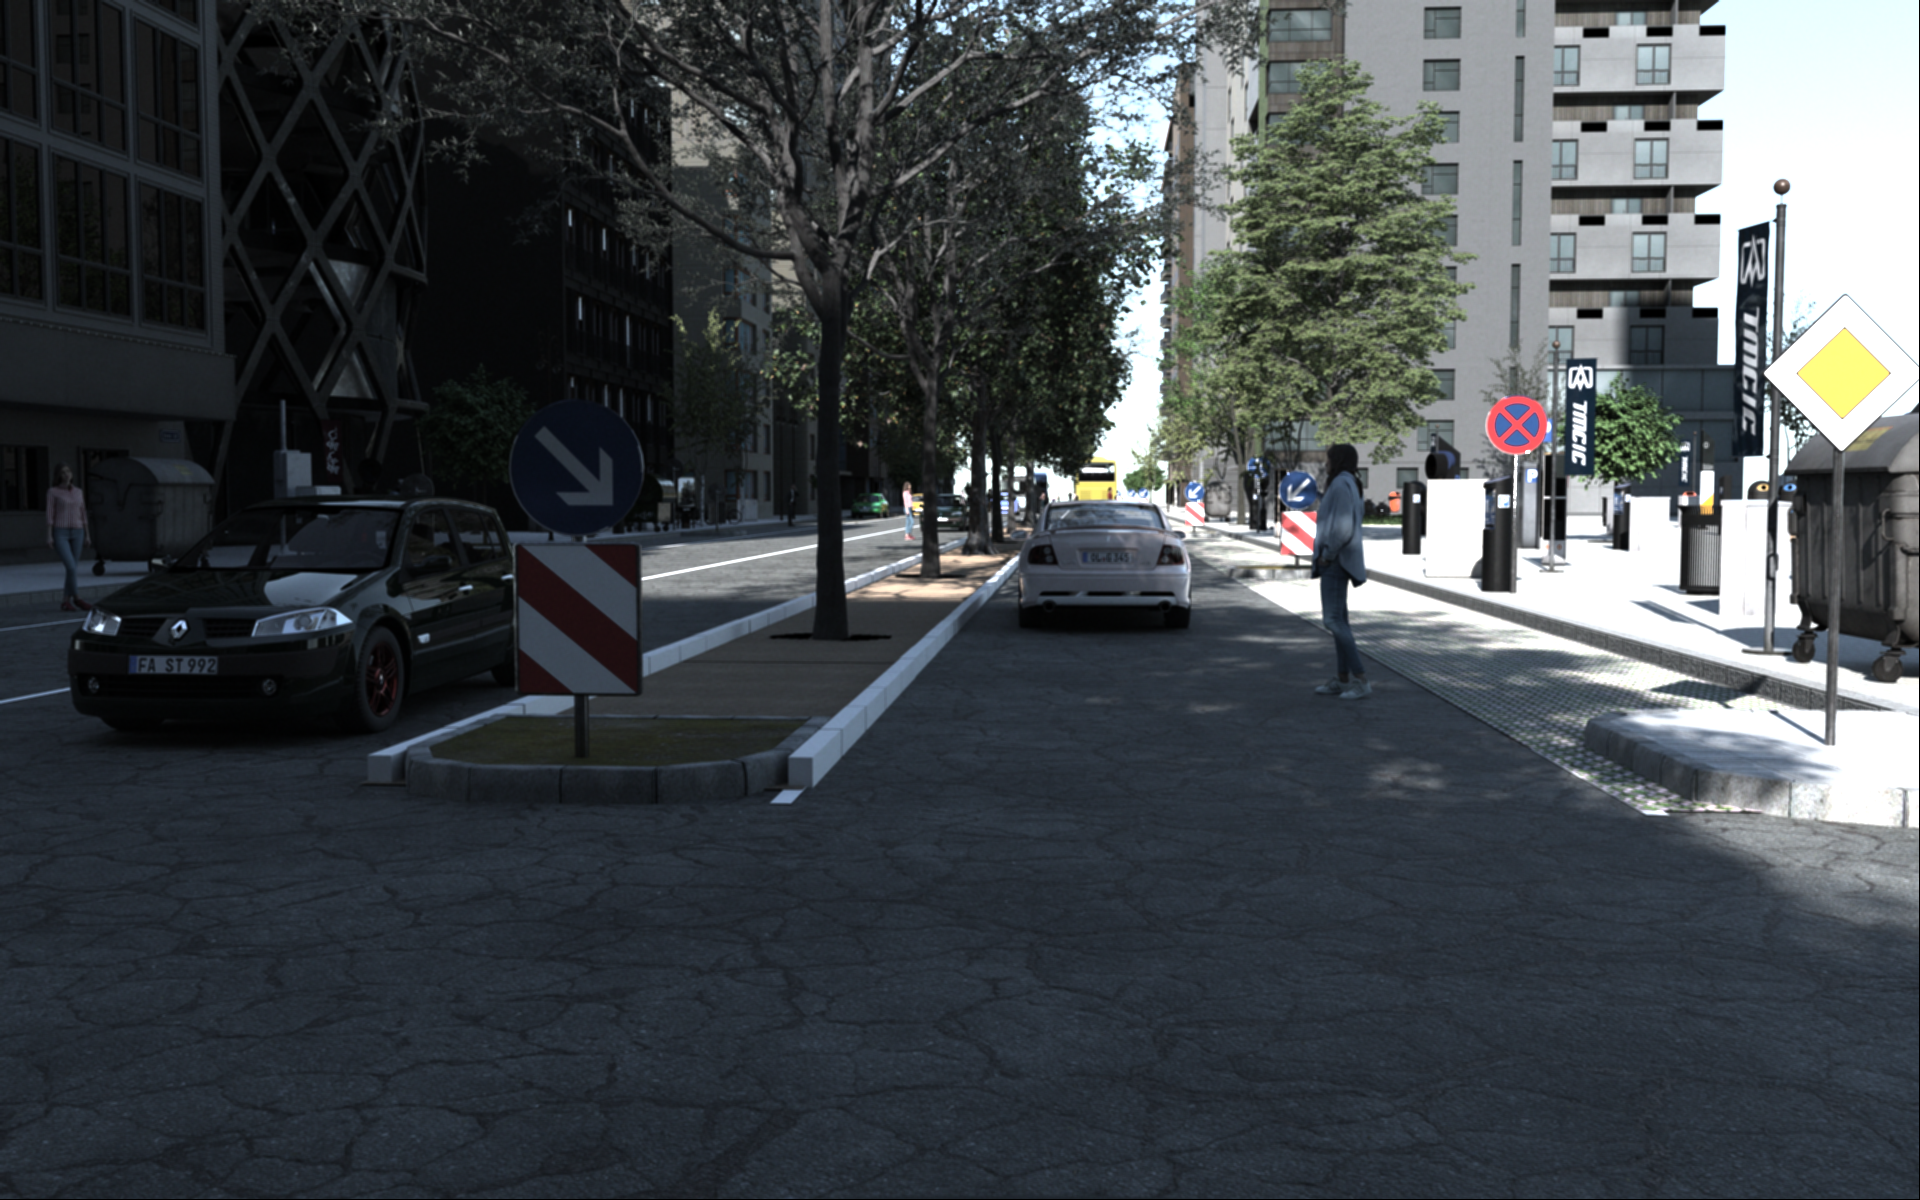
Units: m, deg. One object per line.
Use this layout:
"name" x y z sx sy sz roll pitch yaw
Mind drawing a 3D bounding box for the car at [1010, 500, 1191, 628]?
"car" 1.610 -0.466 19.978 2.083 1.381 4.827 0 4 3

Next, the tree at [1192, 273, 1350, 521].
"tree" 10.157 -6.308 53.493 4.737 8.622 4.395 0 3 0

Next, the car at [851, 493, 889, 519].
"car" -5.261 -5.661 101.357 1.959 1.807 4.718 0 4 5

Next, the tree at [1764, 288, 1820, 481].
"tree" 29.763 -6.791 61.399 4.360 8.622 3.978 0 3 0

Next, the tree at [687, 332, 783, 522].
"tree" -10.051 -7.800 77.890 4.360 8.622 3.978 0 3 0

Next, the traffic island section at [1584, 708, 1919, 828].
"traffic island section" 4.462 0.821 8.853 2.009 0.180 2.903 0 4 4

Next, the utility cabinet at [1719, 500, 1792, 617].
"utility cabinet" 8.509 -0.450 18.514 1.020 1.237 0.306 -3 5 -40

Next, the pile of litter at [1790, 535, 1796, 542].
"pile of litter" 21.934 -1.996 46.600 1.719 0.858 1.176 0 4 1

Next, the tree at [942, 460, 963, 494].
"tree" -1.223 -15.120 197.581 4.737 8.622 4.395 0 3 0

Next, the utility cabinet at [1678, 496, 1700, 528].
"utility cabinet" 27.908 -3.354 66.001 1.020 1.237 0.306 -1 4 -11

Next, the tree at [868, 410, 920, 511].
"tree" -5.211 -11.107 131.956 4.737 8.622 4.395 0 3 0

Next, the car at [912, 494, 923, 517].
"car" -2.335 -5.916 106.956 2.015 1.641 3.980 0 4 4

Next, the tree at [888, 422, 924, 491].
"tree" -3.332 -14.926 162.161 7.486 12.596 7.792 0 3 0

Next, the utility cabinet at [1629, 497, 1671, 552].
"utility cabinet" 15.307 -1.670 38.467 1.020 1.237 0.306 -2 4 -31

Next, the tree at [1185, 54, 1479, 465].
"tree" 9.902 -7.817 45.939 7.486 12.596 7.792 0 3 0

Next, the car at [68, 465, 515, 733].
"car" -4.189 -0.116 11.679 2.009 1.686 4.222 0 4 5

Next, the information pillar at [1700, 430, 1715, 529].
"information pillar" 27.203 -4.388 63.093 0.504 3.616 0.183 -1 4 -8

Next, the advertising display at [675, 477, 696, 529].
"advertising display" -10.191 -3.614 64.295 0.123 1.923 0.974 2 4 34

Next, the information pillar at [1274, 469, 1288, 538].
"information pillar" 9.384 -2.822 50.632 0.304 2.012 0.304 -1 4 -13

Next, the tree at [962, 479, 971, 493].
"tree" 1.060 -13.815 220.470 1.663 3.219 1.824 0 3 0

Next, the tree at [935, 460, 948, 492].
"tree" -2.678 -14.147 181.659 4.360 8.622 3.978 0 3 0

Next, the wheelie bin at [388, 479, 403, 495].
"wheelie bin" -12.009 -1.818 37.635 0.693 1.594 0.980 1 4 20

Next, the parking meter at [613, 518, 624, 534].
"parking meter" -11.022 -2.903 55.867 0.372 1.533 0.369 0 3 0

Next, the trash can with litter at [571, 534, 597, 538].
"trash can with litter" -11.124 -2.440 51.276 1.055 1.170 0.624 3 5 44

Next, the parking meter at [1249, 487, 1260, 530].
"parking meter" 10.610 -3.298 62.333 0.372 1.533 0.369 0 3 0

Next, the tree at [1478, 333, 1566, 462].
"tree" 26.215 -7.933 80.068 4.360 8.622 3.978 0 3 0

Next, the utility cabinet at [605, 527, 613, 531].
"utility cabinet" -12.139 -3.000 60.217 0.306 1.237 1.020 2 4 26

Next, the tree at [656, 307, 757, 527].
"tree" -10.144 -7.210 68.250 4.737 8.622 4.395 0 3 0

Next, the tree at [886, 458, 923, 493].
"tree" -4.658 -10.071 148.381 4.285 4.588 4.351 0 3 0

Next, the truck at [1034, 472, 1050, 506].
"truck" 9.893 -13.940 217.676 2.967 4.110 18.799 0 4 4

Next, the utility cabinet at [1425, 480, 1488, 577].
"utility cabinet" 7.750 -1.092 26.535 1.173 1.500 0.318 1 4 12

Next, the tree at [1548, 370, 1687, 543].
"tree" 17.468 -3.816 46.106 4.285 4.588 4.351 0 3 0

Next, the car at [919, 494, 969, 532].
"car" -0.531 -3.501 67.028 2.009 1.686 4.222 0 4 5

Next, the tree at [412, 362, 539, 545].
"tree" -11.945 -3.648 43.361 4.285 4.588 4.351 0 3 0

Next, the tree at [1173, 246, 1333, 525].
"tree" 11.790 -8.928 71.724 9.928 11.665 9.643 0 3 0

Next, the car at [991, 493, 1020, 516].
"car" 3.078 -6.513 116.072 1.945 1.707 3.694 0 4 6

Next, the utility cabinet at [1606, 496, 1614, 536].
"utility cabinet" 20.310 -2.573 53.234 0.306 1.237 1.020 -1 4 -16

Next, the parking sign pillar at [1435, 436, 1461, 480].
"parking sign pillar" 21.700 -5.442 77.447 1.447 3.967 1.447 -3 4 -37

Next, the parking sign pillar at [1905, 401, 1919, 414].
"parking sign pillar" 22.344 -3.176 40.395 1.447 3.967 1.447 -2 4 -33

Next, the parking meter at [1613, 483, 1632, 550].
"parking meter" 15.295 -1.932 40.004 0.372 1.533 0.369 0 3 0

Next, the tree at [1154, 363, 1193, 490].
"tree" 12.609 -8.083 82.524 4.737 8.622 4.395 0 3 0

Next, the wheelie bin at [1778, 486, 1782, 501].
"wheelie bin" 31.469 -3.538 65.755 0.980 1.594 0.693 0 4 6

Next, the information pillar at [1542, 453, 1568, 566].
"information pillar" 10.643 -1.621 30.992 0.304 2.012 0.304 -1 4 -20

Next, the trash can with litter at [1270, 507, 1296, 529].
"trash can with litter" 11.759 -3.217 63.651 2.233 1.210 1.678 0 4 -1

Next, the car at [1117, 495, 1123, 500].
"car" 18.876 -12.203 209.745 2.015 1.641 3.980 0 4 3

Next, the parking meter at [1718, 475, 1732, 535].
"parking meter" 23.838 -2.952 53.979 0.255 1.863 0.399 0 4 0

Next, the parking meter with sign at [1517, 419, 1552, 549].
"parking meter with sign" 13.439 -2.731 40.908 0.543 3.016 1.738 0 4 1

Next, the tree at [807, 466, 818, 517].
"tree" -7.739 -6.398 99.212 1.663 3.219 1.824 0 3 0

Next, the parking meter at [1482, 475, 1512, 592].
"parking meter" 7.071 -0.879 22.789 0.372 1.533 0.369 0 3 0

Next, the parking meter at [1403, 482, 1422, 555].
"parking meter" 9.608 -1.736 36.803 0.372 1.533 0.369 0 3 0
